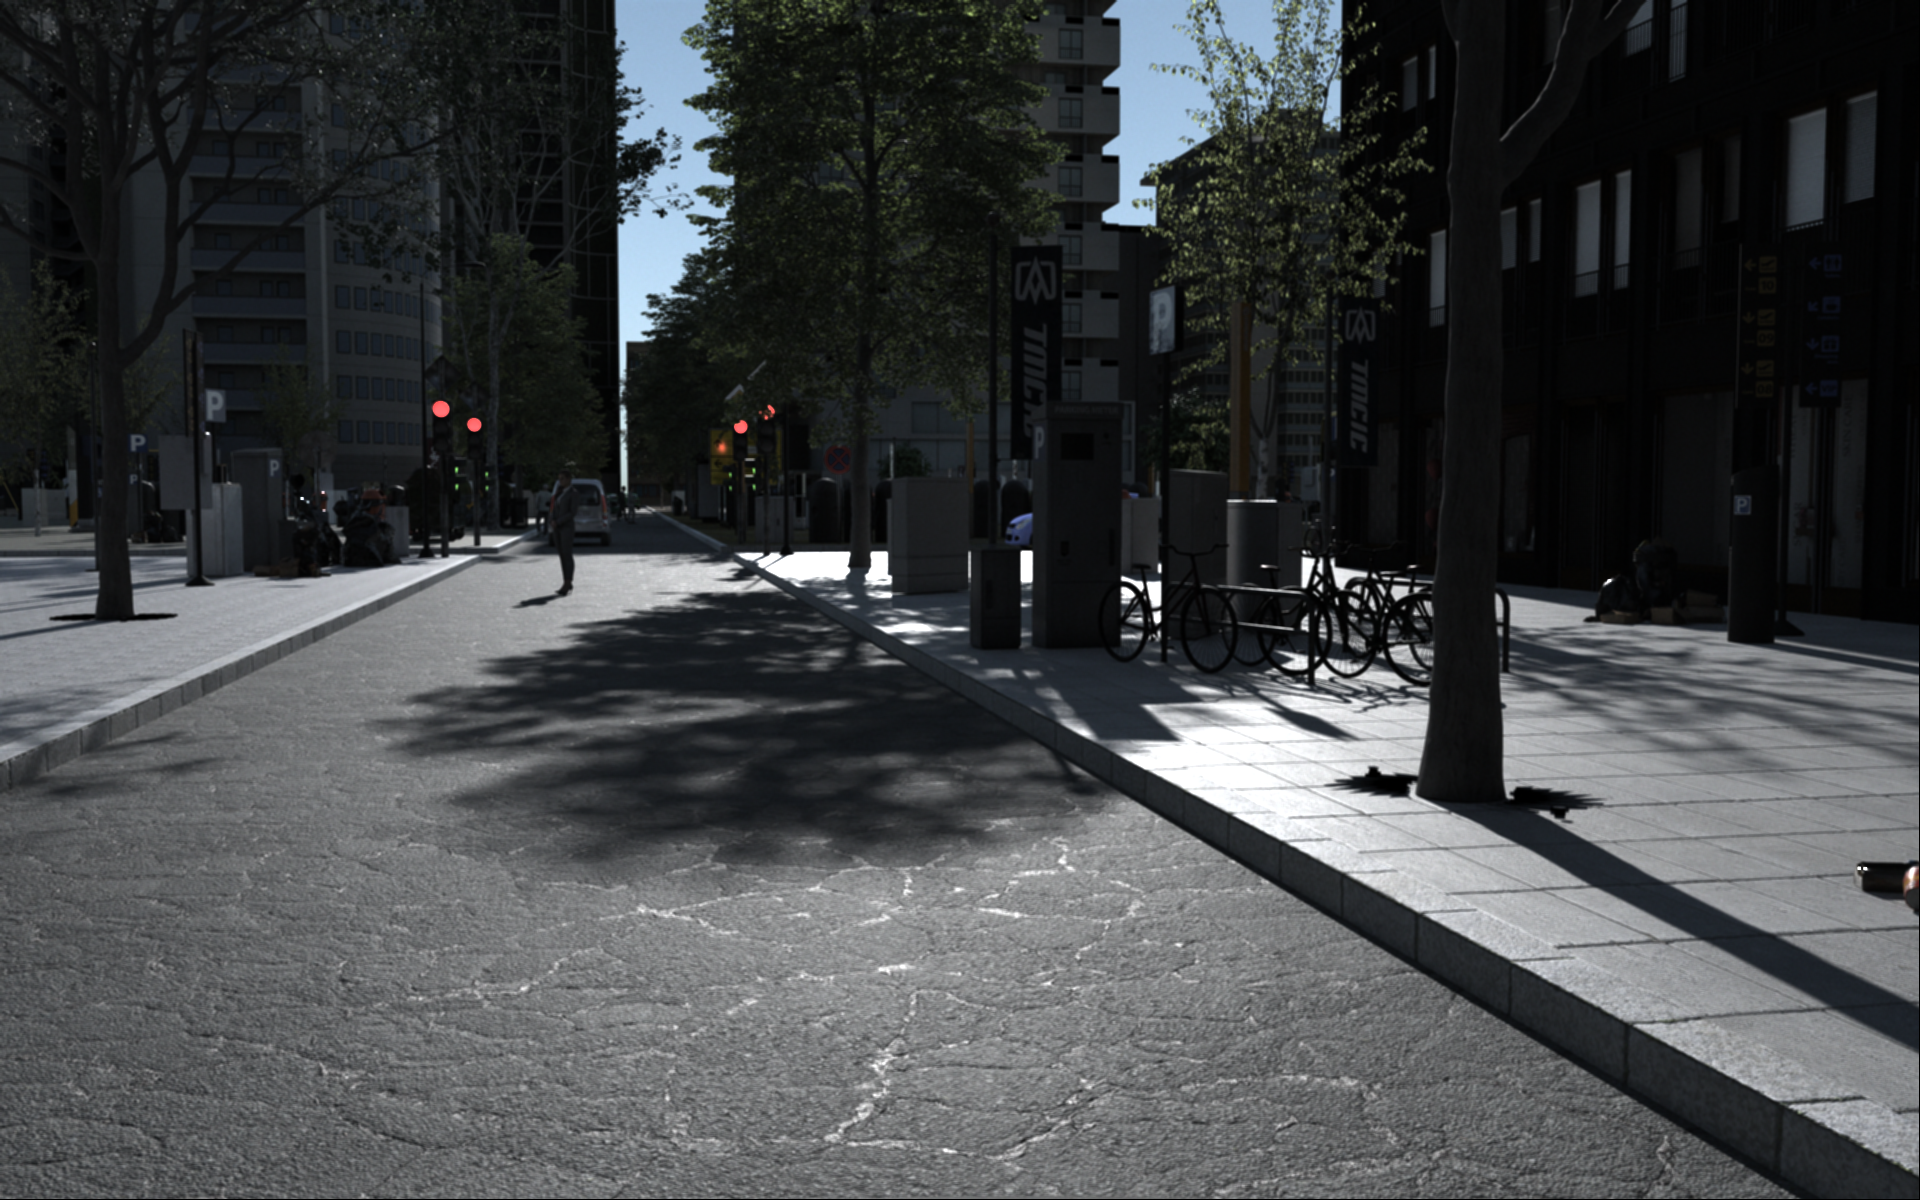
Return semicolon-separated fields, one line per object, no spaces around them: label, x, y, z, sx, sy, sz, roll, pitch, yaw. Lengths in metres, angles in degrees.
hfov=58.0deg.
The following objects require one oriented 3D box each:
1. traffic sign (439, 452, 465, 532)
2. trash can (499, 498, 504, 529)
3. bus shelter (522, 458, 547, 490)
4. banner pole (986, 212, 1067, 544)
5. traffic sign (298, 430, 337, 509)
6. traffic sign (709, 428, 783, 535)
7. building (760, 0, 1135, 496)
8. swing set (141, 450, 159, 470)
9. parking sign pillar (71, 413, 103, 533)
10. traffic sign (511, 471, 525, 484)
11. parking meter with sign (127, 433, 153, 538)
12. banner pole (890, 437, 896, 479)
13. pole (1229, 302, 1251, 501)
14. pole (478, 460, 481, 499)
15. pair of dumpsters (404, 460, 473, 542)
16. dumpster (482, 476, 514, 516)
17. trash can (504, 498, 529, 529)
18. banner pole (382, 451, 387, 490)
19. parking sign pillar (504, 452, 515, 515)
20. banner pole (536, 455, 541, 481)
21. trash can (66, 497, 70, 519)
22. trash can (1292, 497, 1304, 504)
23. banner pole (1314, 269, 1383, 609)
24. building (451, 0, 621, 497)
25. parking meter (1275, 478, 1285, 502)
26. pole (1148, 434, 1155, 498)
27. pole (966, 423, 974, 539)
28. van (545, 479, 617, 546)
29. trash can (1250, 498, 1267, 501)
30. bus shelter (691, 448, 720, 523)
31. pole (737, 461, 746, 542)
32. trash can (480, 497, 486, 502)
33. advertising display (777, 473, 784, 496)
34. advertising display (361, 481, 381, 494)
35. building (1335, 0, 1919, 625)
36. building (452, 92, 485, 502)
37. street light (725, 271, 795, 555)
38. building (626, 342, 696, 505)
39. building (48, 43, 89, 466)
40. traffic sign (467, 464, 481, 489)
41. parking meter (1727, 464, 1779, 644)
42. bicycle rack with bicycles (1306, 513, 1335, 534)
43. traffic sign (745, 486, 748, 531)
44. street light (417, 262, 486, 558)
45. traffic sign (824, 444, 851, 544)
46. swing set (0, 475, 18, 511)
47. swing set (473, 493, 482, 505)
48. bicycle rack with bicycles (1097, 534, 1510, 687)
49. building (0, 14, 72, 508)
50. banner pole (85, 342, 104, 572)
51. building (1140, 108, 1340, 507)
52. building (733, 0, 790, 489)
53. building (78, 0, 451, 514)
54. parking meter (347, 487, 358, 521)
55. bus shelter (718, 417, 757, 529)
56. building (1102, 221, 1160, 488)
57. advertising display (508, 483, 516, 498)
traffic sign;-15.365;-3.198;52.396;0.768;2.556;0.104;0;4;-5
trash can;-16.820;-3.226;64.403;0.748;1.137;0.748;0;3;0
bus shelter;-26.102;-7.066;106.812;1.731;3.624;6.357;-1;4;-11
banner pole;0.519;-1.556;15.453;0.863;3.779;0.401;1;4;13
traffic sign;-12.775;-2.101;34.460;0.768;2.556;0.104;0;4;-6
traffic sign;-6.650;-3.669;53.866;2.265;3.308;0.079;-1;4;-9
building;-2.366;-34.116;147.027;28.713;52.752;27.495;-1;4;-11
swing set;-28.657;-3.886;61.163;3.119;2.851;2.862;-1;4;-21
parking sign pillar;-29.085;-4.259;58.112;1.447;3.967;1.447;0;4;3
traffic sign;-23.918;-5.730;93.784;0.768;2.556;0.104;0;4;-5
parking meter with sign;-24.170;-3.324;50.609;0.543;3.016;1.738;-3;4;-36
banner pole;-2.913;-5.211;75.218;0.401;3.779;0.863;1;4;16
pole;3.000;-1.513;18.574;0.158;3.312;0.155;0;3;0
pole;-26.388;-6.183;94.929;0.158;3.312;0.155;0;3;0
pair of dumpsters;-14.621;-2.817;48.548;1.574;2.255;4.437;-1;4;-11
dumpster;-22.629;-5.019;84.550;1.502;2.255;1.985;-1;4;-11
trash can;-16.117;-3.162;63.345;0.748;1.137;0.748;0;3;0
banner pole;-33.716;-6.825;101.601;0.401;3.779;0.863;0;4;-3
parking sign pillar;-28.089;-7.232;106.718;1.447;3.967;1.447;-1;4;-18
banner pole;-24.004;-6.646;98.679;0.401;3.779;0.863;0;4;6
trash can;-46.635;-4.802;90.169;0.748;1.137;0.748;0;3;0
trash can;19.036;-5.252;97.529;0.748;1.137;0.748;0;3;0
banner pole;4.337;-1.799;19.437;0.863;3.779;0.401;-1;4;-15
building;-52.743;-47.428;213.700;20.611;71.187;20.563;-1;4;-11
parking meter;11.984;-3.617;64.851;0.255;1.863;0.399;-1;4;-13
pole;5.965;-3.681;54.033;0.158;3.312;0.155;0;3;0
pole;0.280;-3.402;49.458;0.158;3.312;0.155;0;3;0
van;-10.708;-2.561;48.891;2.013;2.044;4.112;-1;4;-10
trash can;9.847;-2.817;57.715;0.748;1.137;0.748;0;3;0
bus shelter;-10.465;-4.937;74.649;2.014;3.302;5.546;-1;4;-11
pole;-5.843;-3.207;46.277;0.158;3.312;0.155;0;3;0
trash can;-21.652;-4.101;78.712;0.748;1.137;0.748;0;3;0
advertising display;-5.451;-2.937;53.230;0.123;1.923;0.974;-1;4;-18
advertising display;-28.452;-4.802;83.734;0.123;1.923;0.974;3;5;40
building;14.133;-11.833;23.154;12.332;23.373;15.834;-1;4;-11
building;-57.431;-28.776;162.364;23.993;40.220;32.217;-1;4;-11
street light;-4.180;-3.893;36.188;1.470;5.913;1.316;-1;4;-11
building;-28.185;-23.132;223.251;28.899;21.520;27.650;-1;4;-11
building;-77.991;-31.666;167.857;14.200;45.320;14.600;-1;4;-11
traffic sign;-19.709;-4.333;70.852;0.884;2.594;0.081;0;4;-8
parking meter;6.858;-0.402;14.976;0.372;1.533;0.369;0;3;0
bicycle rack with bicycles;8.425;-1.265;34.068;2.852;0.926;2.925;-1;4;-14
traffic sign;-7.365;-3.652;59.708;0.884;2.594;0.081;0;4;-4
street light;-10.194;-3.805;34.752;1.470;5.913;1.316;-1;4;-11
traffic sign;-3.118;-2.720;44.570;0.768;2.556;0.104;-1;4;-8
swing set;-49.631;-5.498;87.508;2.862;2.851;3.119;0;4;-1
swing set;-29.656;-6.950;111.255;3.119;2.851;2.862;0;4;0
bicycle rack with bicycles;2.701;0.046;12.631;2.852;0.926;2.925;-2;4;-26
building;-94.570;-44.214;161.159;20.611;71.187;20.563;-1;4;-11
banner pole;-14.288;-2.380;28.929;0.401;3.779;0.863;1;4;13
building;33.439;-29.905;180.831;23.993;40.220;32.217;-1;4;-11
building;-12.008;-38.612;173.299;21.231;58.520;28.212;-1;4;-11
building;-48.952;-35.693;125.578;21.231;58.520;28.212;-1;4;-11
parking meter;-22.012;-3.326;62.790;0.372;1.533;0.369;0;3;0
bus shelter;-8.455;-5.480;67.228;2.179;5.291;8.768;-1;4;-11
building;12.740;-25.396;186.925;14.107;30.474;14.160;-1;4;-11
advertising display;-25.716;-5.795;99.965;0.974;1.923;0.123;-2;4;-33
